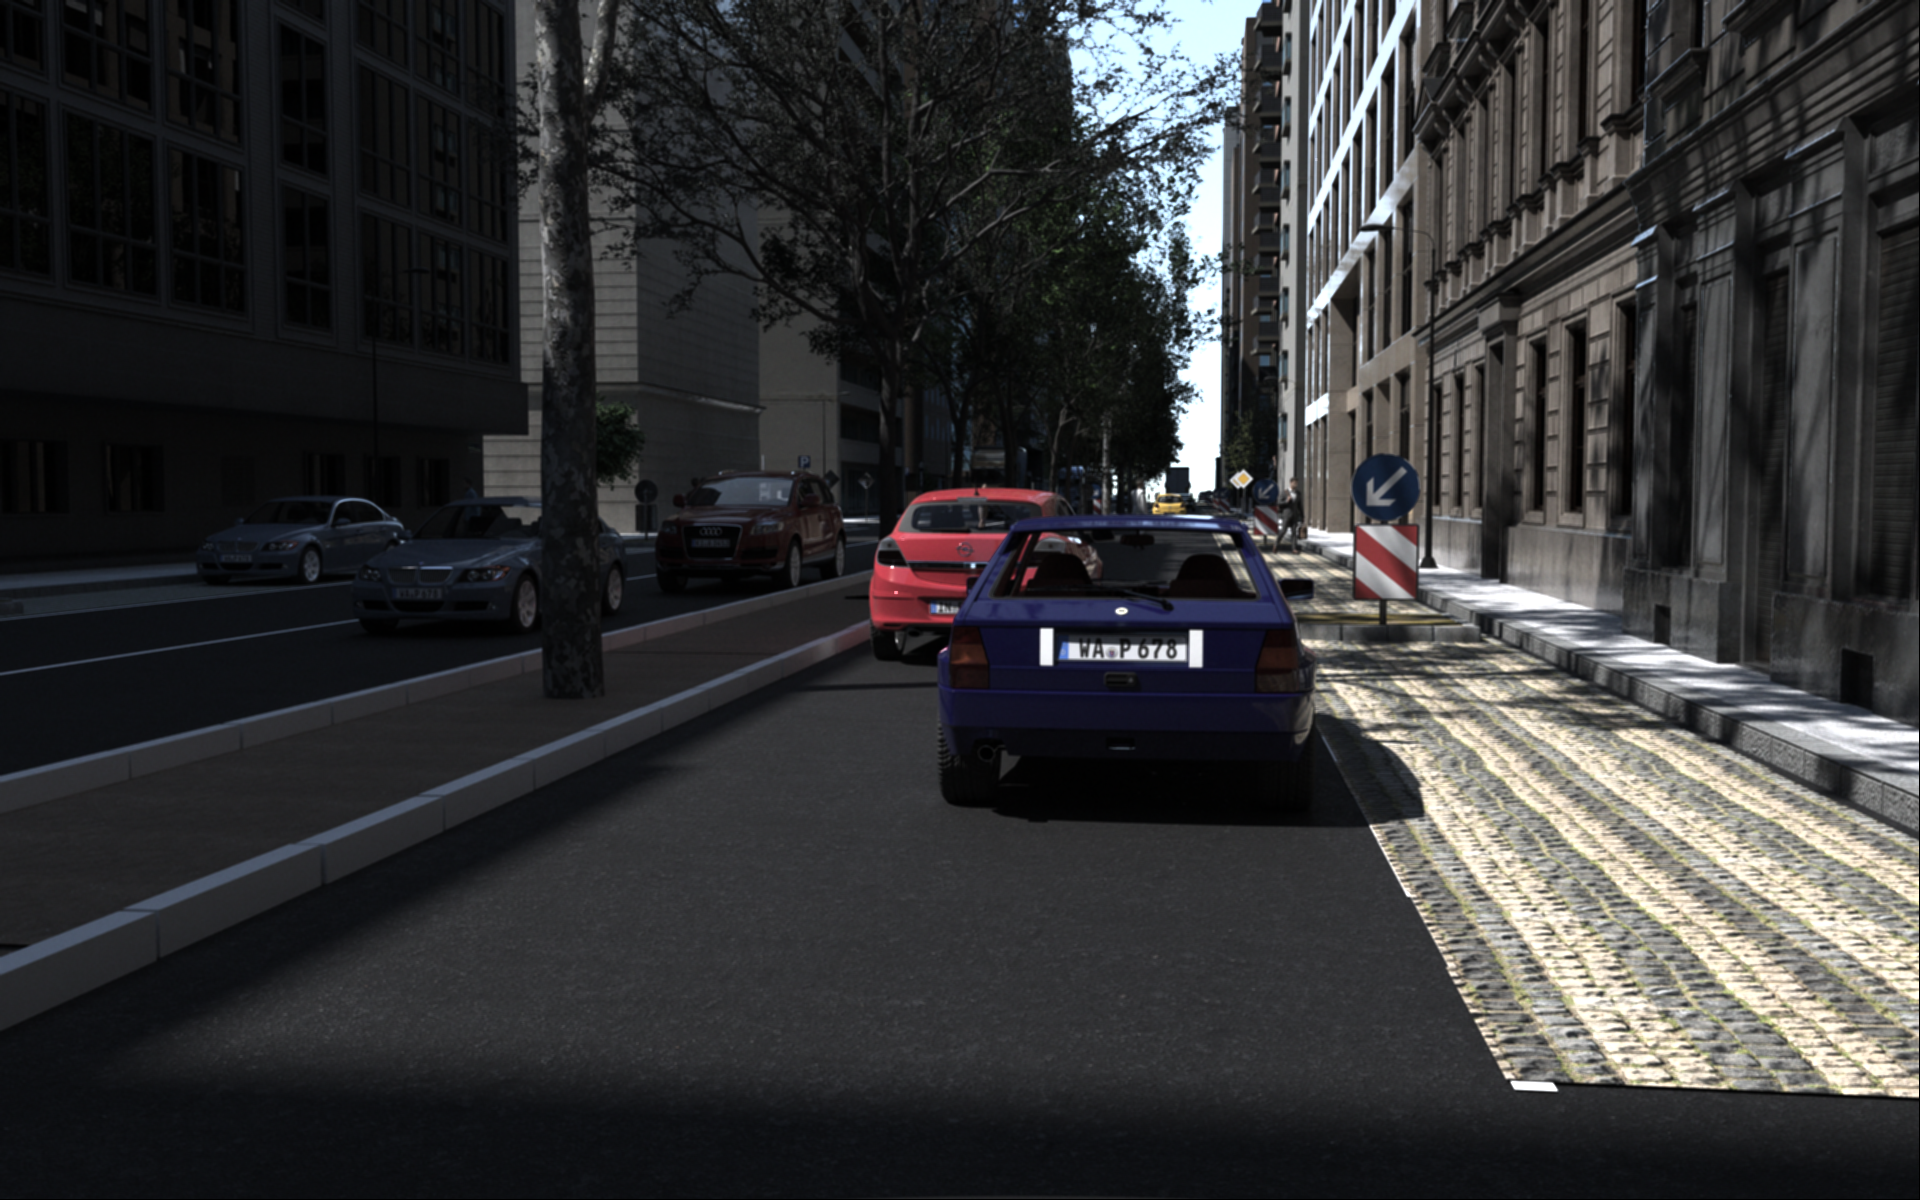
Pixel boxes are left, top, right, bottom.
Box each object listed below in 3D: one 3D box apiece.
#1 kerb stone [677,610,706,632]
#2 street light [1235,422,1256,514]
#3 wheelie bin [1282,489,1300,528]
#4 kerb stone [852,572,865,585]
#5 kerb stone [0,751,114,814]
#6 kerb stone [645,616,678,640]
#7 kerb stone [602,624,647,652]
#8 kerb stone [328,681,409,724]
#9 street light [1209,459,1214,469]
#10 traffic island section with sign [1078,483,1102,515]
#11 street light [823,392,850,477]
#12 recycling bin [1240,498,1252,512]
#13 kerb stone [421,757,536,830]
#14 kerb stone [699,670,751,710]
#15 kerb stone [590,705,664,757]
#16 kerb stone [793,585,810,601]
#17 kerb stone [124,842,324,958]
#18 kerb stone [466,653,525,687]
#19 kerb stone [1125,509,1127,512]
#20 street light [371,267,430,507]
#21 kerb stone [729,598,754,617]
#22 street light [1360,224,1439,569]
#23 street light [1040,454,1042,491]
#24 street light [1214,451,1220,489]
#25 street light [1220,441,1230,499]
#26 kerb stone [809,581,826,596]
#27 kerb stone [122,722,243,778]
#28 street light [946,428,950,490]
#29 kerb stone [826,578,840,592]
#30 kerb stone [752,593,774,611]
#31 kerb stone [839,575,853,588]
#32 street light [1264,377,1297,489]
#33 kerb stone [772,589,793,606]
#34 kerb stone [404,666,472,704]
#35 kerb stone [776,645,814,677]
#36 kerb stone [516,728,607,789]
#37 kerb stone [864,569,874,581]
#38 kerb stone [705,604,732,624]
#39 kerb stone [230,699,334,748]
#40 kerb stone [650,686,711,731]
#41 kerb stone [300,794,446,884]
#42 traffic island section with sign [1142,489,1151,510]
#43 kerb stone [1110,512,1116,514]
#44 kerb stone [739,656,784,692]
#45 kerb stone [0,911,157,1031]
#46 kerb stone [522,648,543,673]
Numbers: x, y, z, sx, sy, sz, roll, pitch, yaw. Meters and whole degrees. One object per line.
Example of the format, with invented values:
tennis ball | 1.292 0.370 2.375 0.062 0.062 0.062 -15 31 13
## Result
kerb stone | -2.913 0.237 18.327 0.120 0.150 1.000 0 4 8
street light | 18.515 -8.524 111.903 1.470 5.913 1.316 0 4 8
wheelie bin | 12.611 -3.557 66.061 0.693 1.594 0.980 0 4 5
kerb stone | -1.696 -0.318 27.477 0.120 0.150 1.000 0 4 8
kerb stone | -4.269 0.859 8.149 0.120 0.150 1.000 0 4 8
kerb stone | -3.045 0.299 17.311 0.120 0.150 1.000 0 4 8
kerb stone | -3.182 0.364 16.293 0.120 0.150 1.000 0 4 8
kerb stone | -3.861 0.673 11.199 0.120 0.150 1.000 0 4 8
street light | 33.818 -15.575 227.193 1.470 5.913 1.316 0 4 8
traffic island section with sign | 6.055 -4.249 77.612 2.006 1.907 1.989 0 4 8
street light | -5.696 -6.531 79.326 1.470 5.913 1.316 0 4 8
recycling bin | 20.184 -6.698 122.061 0.722 1.027 0.722 0 4 -1
kerb stone | -2.187 0.875 7.882 0.120 0.150 1.000 0 4 8
kerb stone | -1.648 0.628 11.966 0.120 0.150 1.000 0 4 8
kerb stone | -1.920 0.751 9.918 0.120 0.150 1.000 0 4 8
kerb stone | -2.237 -0.071 23.416 0.120 0.150 1.000 0 4 8
kerb stone | -2.463 1.000 5.848 0.120 0.150 1.000 0 4 8
kerb stone | -3.596 0.548 13.237 0.120 0.150 1.000 0 4 8
kerb stone | 14.506 -7.752 148.932 0.120 0.150 1.000 0 4 8
street light | -11.543 -3.863 35.709 1.470 5.913 1.316 0 4 8
kerb stone | -2.639 0.112 20.362 0.120 0.150 1.000 0 4 8
street light | 7.568 -3.506 29.872 1.470 5.913 1.316 0 4 8
street light | 9.598 -13.588 194.711 1.470 5.913 1.316 0 4 8
street light | 28.705 -13.199 188.338 1.470 5.913 1.316 0 4 8
street light | 23.703 -10.934 151.305 1.470 5.913 1.316 0 4 8
kerb stone | -2.093 -0.137 24.429 0.120 0.150 1.000 0 4 8
kerb stone | -4.139 0.799 9.163 0.120 0.150 1.000 0 4 8
street light | -0.377 -8.934 118.611 1.470 5.913 1.316 0 4 8
kerb stone | -1.960 -0.199 25.445 0.120 0.150 1.000 0 4 8
kerb stone | -2.509 0.053 21.376 0.120 0.150 1.000 0 4 8
kerb stone | -1.823 -0.261 26.462 0.120 0.150 1.000 0 4 8
street light | 12.781 -5.892 68.878 1.470 5.913 1.316 0 4 8
kerb stone | -2.368 -0.012 22.388 0.120 0.150 1.000 0 4 8
kerb stone | -3.724 0.610 12.219 0.120 0.150 1.000 0 4 8
kerb stone | -1.369 0.501 14.003 0.120 0.150 1.000 0 4 8
kerb stone | -2.052 0.813 8.898 0.120 0.150 1.000 0 4 8
kerb stone | -1.561 -0.385 28.490 0.120 0.150 1.000 0 4 8
kerb stone | -2.768 0.178 19.348 0.120 0.150 1.000 0 4 8
kerb stone | -4.000 0.735 10.186 0.120 0.150 1.000 0 4 8
kerb stone | -1.783 0.691 10.938 0.120 0.150 1.000 0 4 8
kerb stone | -2.319 0.940 6.862 0.120 0.150 1.000 0 4 8
traffic island section with sign | 15.978 -8.805 152.095 2.006 1.907 1.989 0 4 8
kerb stone | 10.712 -6.012 120.490 0.120 0.150 1.000 0 4 8
kerb stone | -1.513 0.564 12.979 0.120 0.150 1.000 0 4 8
kerb stone | -2.592 1.062 4.827 0.120 0.150 1.000 0 4 8
kerb stone | -3.454 0.486 14.252 0.120 0.150 1.000 0 4 8
